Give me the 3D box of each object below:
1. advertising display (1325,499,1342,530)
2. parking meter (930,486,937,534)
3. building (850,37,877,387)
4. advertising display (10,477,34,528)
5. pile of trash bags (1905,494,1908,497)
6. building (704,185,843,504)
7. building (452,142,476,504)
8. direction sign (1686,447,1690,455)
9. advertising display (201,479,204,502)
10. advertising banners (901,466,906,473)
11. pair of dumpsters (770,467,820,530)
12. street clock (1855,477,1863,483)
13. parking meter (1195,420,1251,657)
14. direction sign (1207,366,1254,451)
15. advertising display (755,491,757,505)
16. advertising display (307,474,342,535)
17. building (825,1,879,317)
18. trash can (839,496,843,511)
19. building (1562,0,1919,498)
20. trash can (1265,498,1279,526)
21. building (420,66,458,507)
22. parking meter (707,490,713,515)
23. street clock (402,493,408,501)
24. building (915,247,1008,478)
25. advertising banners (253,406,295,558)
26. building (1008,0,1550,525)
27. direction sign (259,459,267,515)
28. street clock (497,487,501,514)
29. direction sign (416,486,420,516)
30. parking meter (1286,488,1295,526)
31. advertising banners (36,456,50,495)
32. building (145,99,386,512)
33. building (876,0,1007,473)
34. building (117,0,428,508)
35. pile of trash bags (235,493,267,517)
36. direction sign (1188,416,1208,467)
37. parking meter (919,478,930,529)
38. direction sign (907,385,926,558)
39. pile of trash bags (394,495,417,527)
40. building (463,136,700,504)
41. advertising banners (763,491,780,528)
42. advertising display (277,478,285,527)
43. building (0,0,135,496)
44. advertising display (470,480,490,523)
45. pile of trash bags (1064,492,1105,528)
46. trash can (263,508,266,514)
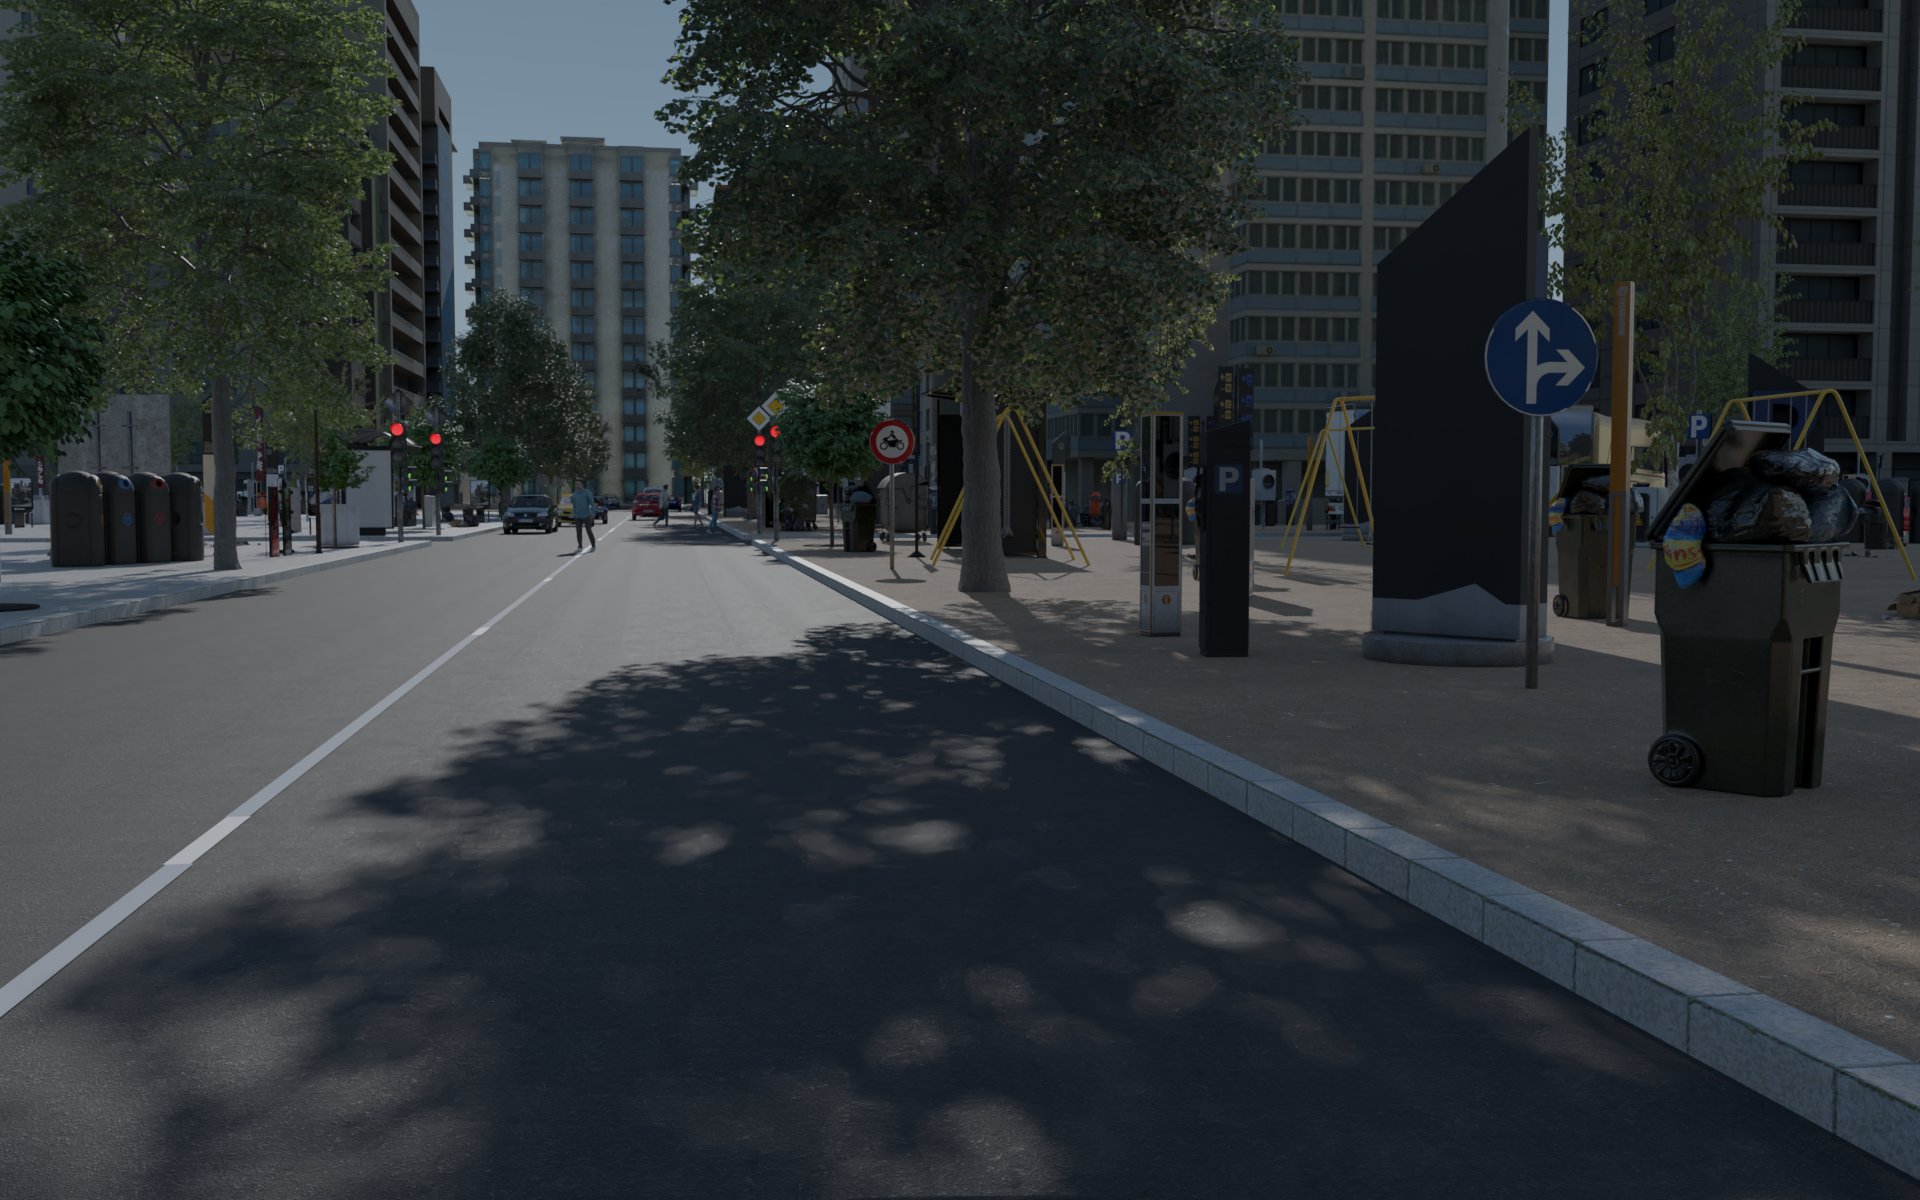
[{"bbox_3d":[13.349,-3.470,61.949,0.123,1.923,0.974,3,5,42],"label":"advertising display"},{"bbox_3d":[-0.780,-2.884,55.565,0.372,1.533,0.369,0,3,0],"label":"parking meter"},{"bbox_3d":[-2.422,-31.184,159.971,14.600,45.320,14.200,-1,4,-10],"label":"building"},{"bbox_3d":[-35.919,-3.725,66.114,0.974,1.923,0.123,-1,4,-14],"label":"advertising display"},{"bbox_3d":[36.772,-3.507,67.095,1.912,1.369,3.447,3,5,41],"label":"pile of trash bags"},{"bbox_3d":[-20.977,-35.716,238.585,28.867,44.769,22.147,-1,4,-10],"label":"building"},{"bbox_3d":[-80.212,-39.260,231.137,27.495,52.752,28.713,-1,4,-10],"label":"building"},{"bbox_3d":[34.999,-5.588,83.354,0.379,3.537,0.876,1,4,15],"label":"direction sign"},{"bbox_3d":[-32.357,-4.276,75.126,0.974,1.923,0.123,-1,4,-13],"label":"advertising display"},{"bbox_3d":[-3.082,-6.974,110.217,0.090,3.025,2.074,3,4,36],"label":"advertising banners"},{"bbox_3d":[-6.040,-3.731,63.491,1.574,2.255,4.437,-1,4,-10],"label":"pair of dumpsters"},{"bbox_3d":[37.669,-4.175,72.835,0.471,2.002,0.358,0,4,-6],"label":"street clock"},{"bbox_3d":[2.073,-0.487,13.675,0.399,1.863,0.255,0,4,-4],"label":"parking meter"},{"bbox_3d":[4.922,-2.384,30.970,0.876,3.537,0.379,-3,4,-37],"label":"direction sign"},{"bbox_3d":[-12.969,-6.401,109.873,0.974,1.923,0.123,2,4,34],"label":"advertising display"},{"bbox_3d":[-20.044,-3.017,54.549,0.974,1.923,0.123,0,4,-3],"label":"advertising display"},{"bbox_3d":[1.319,-36.225,181.512,28.713,52.752,27.495,-1,4,-10],"label":"building"},{"bbox_3d":[-8.433,-6.990,125.933,0.748,1.137,0.748,0,3,0],"label":"trash can"},{"bbox_3d":[46.068,-39.795,88.898,20.611,71.187,20.563,-1,4,-10],"label":"building"},{"bbox_3d":[12.334,-3.503,68.934,0.748,1.137,0.748,0,3,0],"label":"trash can"},{"bbox_3d":[-60.029,-32.274,177.789,14.200,45.320,14.600,-1,4,-10],"label":"building"},{"bbox_3d":[-15.528,-6.078,107.782,0.372,1.533,0.369,0,3,0],"label":"parking meter"},{"bbox_3d":[-24.938,-4.490,77.976,0.471,2.002,0.358,2,4,34],"label":"street clock"},{"bbox_3d":[12.622,-16.854,120.598,27.650,21.520,28.899,-1,4,-10],"label":"building"},{"bbox_3d":[-13.968,-2.388,35.237,0.090,3.025,2.074,0,4,-2],"label":"advertising banners"},{"bbox_3d":[15.725,-24.196,87.482,23.993,40.220,32.217,-1,4,-10],"label":"building"},{"bbox_3d":[-42.378,-6.955,105.718,0.876,3.537,0.379,1,4,15],"label":"direction sign"},{"bbox_3d":[-27.915,-6.161,105.296,0.358,2.002,0.471,2,4,31],"label":"street clock"},{"bbox_3d":[-32.499,-6.822,103.532,0.876,3.537,0.379,1,4,22],"label":"direction sign"},{"bbox_3d":[13.497,-3.812,70.741,0.372,1.533,0.369,0,3,0],"label":"parking meter"},{"bbox_3d":[-41.840,-5.121,79.909,0.090,3.025,2.074,1,4,14],"label":"advertising banners"},{"bbox_3d":[-51.939,-21.971,130.928,14.160,30.474,14.107,-1,4,-10],"label":"building"},{"bbox_3d":[-0.205,-28.261,145.660,14.154,41.232,14.086,-1,4,-10],"label":"building"},{"bbox_3d":[-58.227,-32.049,147.703,21.300,48.544,21.600,-1,4,-10],"label":"building"},{"bbox_3d":[-41.282,-5.450,98.853,3.447,1.369,1.912,-3,5,-40],"label":"pile of trash bags"},{"bbox_3d":[7.042,-3.561,50.226,0.876,3.537,0.379,1,4,10],"label":"direction sign"},{"bbox_3d":[-1.320,-3.514,63.169,0.399,1.863,0.255,1,4,16],"label":"parking meter"},{"bbox_3d":[-0.879,-2.632,35.028,0.379,3.537,0.876,0,4,6],"label":"direction sign"},{"bbox_3d":[-22.471,-3.593,68.493,1.912,1.369,3.447,-1,4,-14],"label":"pile of trash bags"},{"bbox_3d":[-50.827,-37.635,234.942,30.456,49.044,23.786,-1,4,-10],"label":"building"},{"bbox_3d":[-6.572,-4.278,66.127,2.074,3.025,0.090,-2,4,-31],"label":"advertising banners"},{"bbox_3d":[-26.658,-3.843,68.049,0.123,1.923,0.974,-2,4,-31],"label":"advertising display"},{"bbox_3d":[-94.291,-38.278,167.845,28.212,58.520,21.231,-1,4,-10],"label":"building"},{"bbox_3d":[-21.559,-4.440,77.810,0.974,1.923,0.123,1,4,17],"label":"advertising display"},{"bbox_3d":[4.884,-3.490,66.816,1.912,1.369,3.447,-1,4,-9],"label":"pile of trash bags"},{"bbox_3d":[-43.053,-5.882,107.823,0.748,1.137,0.748,0,3,0],"label":"trash can"}]
